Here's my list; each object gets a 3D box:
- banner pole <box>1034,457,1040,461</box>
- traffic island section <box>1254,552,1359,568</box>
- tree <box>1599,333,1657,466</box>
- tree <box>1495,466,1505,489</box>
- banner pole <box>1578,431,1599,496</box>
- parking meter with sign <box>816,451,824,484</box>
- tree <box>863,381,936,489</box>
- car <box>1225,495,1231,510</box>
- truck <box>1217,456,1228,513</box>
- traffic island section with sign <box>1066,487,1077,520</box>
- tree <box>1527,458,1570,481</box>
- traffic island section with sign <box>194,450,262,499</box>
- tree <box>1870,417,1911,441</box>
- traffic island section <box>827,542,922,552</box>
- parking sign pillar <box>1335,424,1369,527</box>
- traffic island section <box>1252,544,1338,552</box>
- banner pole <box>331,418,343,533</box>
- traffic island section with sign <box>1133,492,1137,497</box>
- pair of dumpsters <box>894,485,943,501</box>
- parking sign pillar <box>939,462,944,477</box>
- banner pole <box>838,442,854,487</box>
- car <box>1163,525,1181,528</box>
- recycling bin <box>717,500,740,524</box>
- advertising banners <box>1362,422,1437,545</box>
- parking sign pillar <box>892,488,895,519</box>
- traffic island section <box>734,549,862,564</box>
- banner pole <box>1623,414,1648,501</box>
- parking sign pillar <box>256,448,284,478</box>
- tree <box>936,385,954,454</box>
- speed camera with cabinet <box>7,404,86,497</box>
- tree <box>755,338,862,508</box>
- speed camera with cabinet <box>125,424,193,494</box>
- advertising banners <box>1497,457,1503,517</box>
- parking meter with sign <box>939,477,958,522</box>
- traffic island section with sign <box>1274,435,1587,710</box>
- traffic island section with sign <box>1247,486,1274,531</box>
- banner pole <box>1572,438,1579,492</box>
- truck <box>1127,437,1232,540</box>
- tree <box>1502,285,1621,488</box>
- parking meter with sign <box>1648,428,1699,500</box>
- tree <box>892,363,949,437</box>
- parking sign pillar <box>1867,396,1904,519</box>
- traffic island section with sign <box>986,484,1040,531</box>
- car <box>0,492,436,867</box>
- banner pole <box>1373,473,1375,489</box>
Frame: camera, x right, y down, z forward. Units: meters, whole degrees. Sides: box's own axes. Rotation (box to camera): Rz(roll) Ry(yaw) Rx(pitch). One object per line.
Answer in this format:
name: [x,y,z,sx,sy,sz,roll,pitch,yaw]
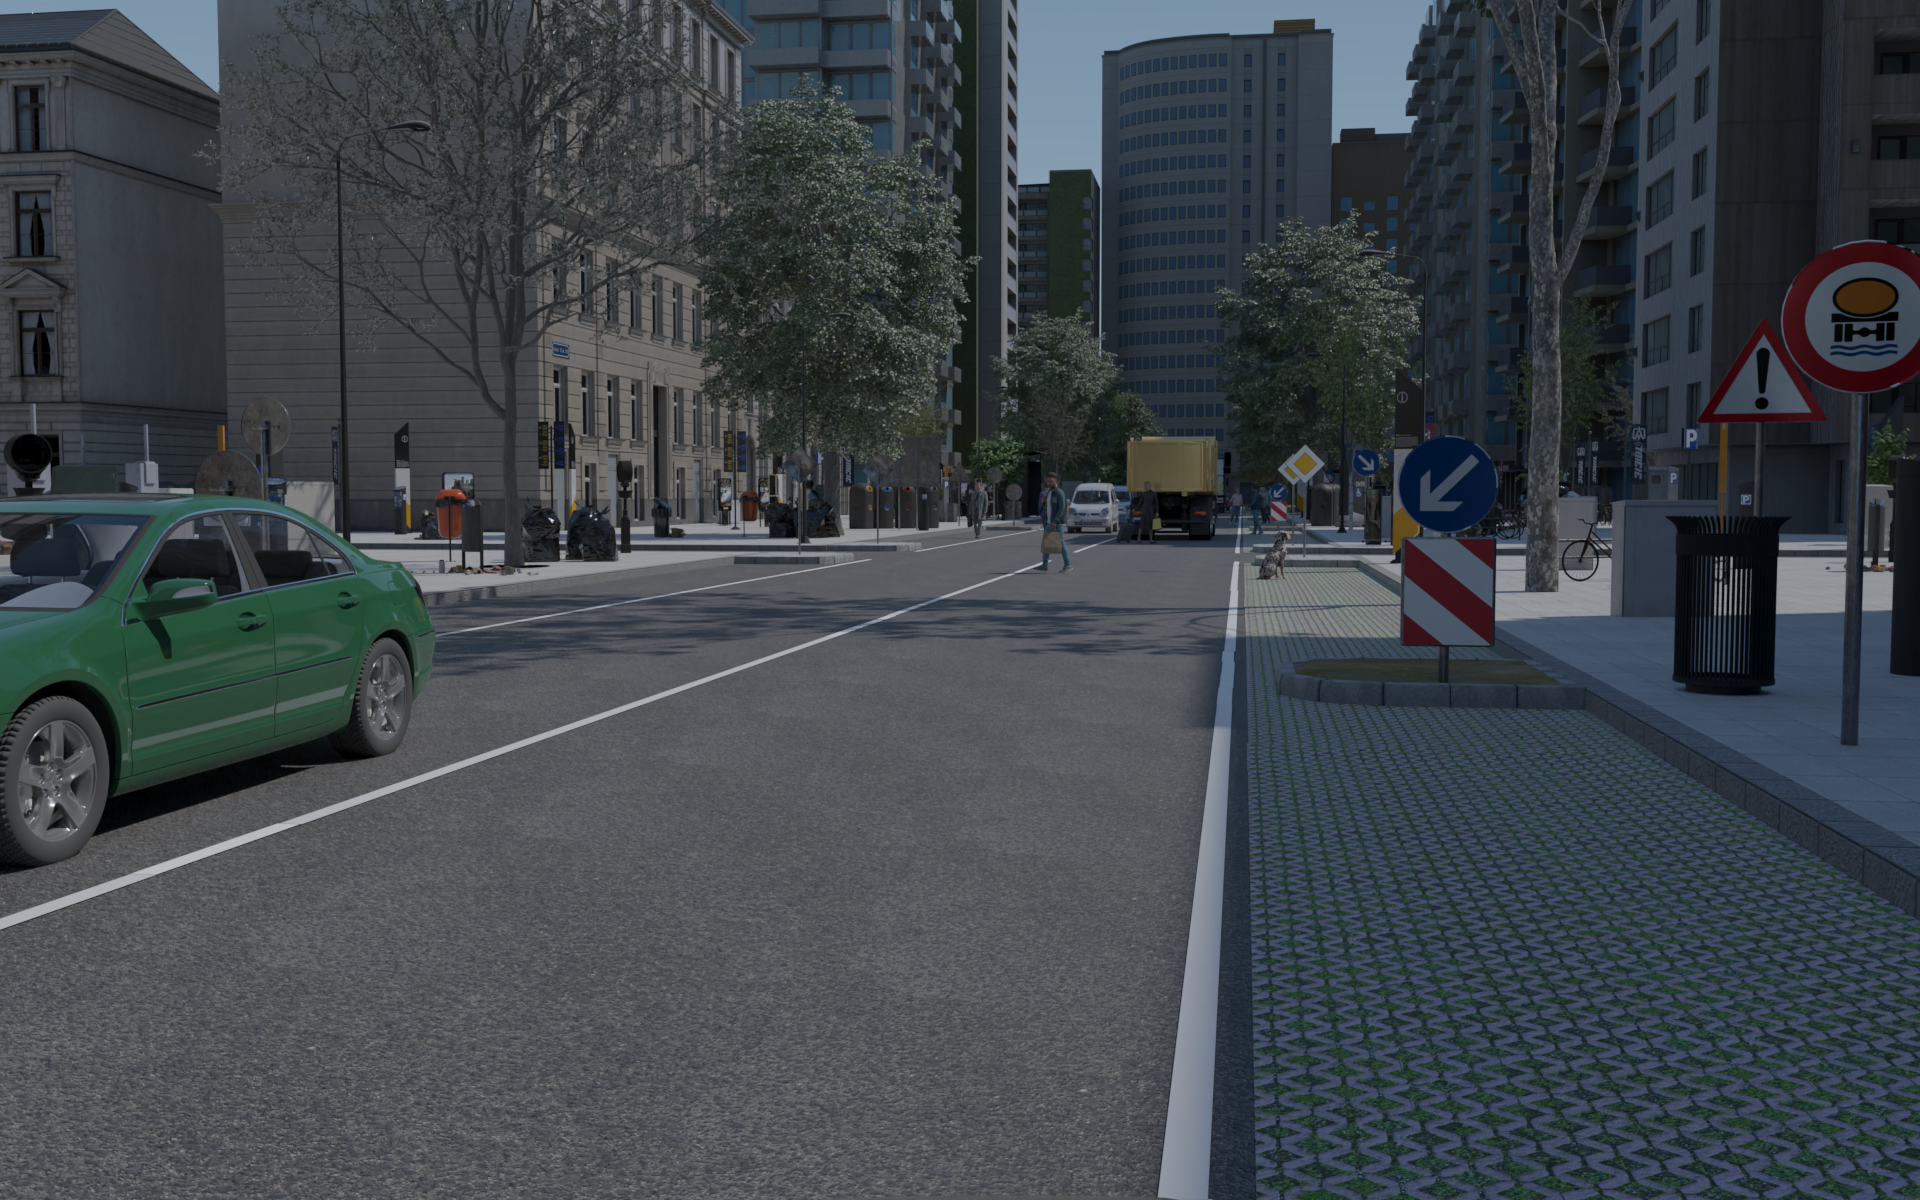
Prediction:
banner pole: [4.714,-7.131,106.608,0.401,3.779,0.863,2,4,32]
traffic island section: [6.982,-0.780,35.036,2.009,0.180,2.903,1,4,9]
tree: [30.822,-7.755,77.163,4.360,8.622,3.978,0,3,0]
tree: [30.067,-6.312,97.805,1.663,3.219,1.824,0,3,0]
banner pole: [25.132,-4.822,68.857,0.401,3.779,0.863,-1,4,-13]
parking meter with sign: [-5.393,-4.564,70.875,0.543,3.016,1.738,1,4,11]
tree: [-4.263,-8.191,84.278,4.360,8.622,3.978,0,3,0]
car: [22.841,-8.788,152.729,2.155,1.783,4.494,0,4,7]
truck: [19.249,-8.857,133.722,2.839,4.237,11.283,1,4,9]
traffic island section with sign: [6.491,-5.310,95.448,1.989,1.847,2.006,1,4,9]
tree: [25.431,-4.924,75.110,1.663,3.219,1.824,0,3,0]
traffic island section with sign: [-6.638,-0.386,14.938,1.989,1.847,2.006,1,4,9]
tree: [23.448,-2.997,43.608,1.663,3.219,1.824,0,3,0]
traffic island section: [-2.137,-1.366,44.612,2.009,0.180,2.903,1,4,9]
parking sign pillar: [15.297,-4.811,67.138,1.447,3.967,1.447,-3,5,-40]
traffic island section: [8.267,-1.262,42.917,2.009,0.180,2.903,1,4,9]
banner pole: [-20.352,-4.074,56.627,0.401,3.779,0.863,0,4,3]
traffic island section with sign: [14.575,-8.343,145.032,1.989,1.847,2.006,1,4,9]
pair of dumpsters: [-1.875,-4.485,75.822,1.574,2.255,4.437,1,4,9]
parking sign pillar: [-1.661,-7.167,105.653,1.447,3.967,1.447,0,4,-4]
banner pole: [-4.863,-5.080,73.070,0.863,3.779,0.401,0,4,-2]
car: [8.051,-3.254,65.572,2.083,1.381,4.827,0,4,7]
recycling bin: [-9.866,-3.748,73.838,0.722,1.027,0.722,2,4,29]
advertising banners: [10.925,-2.869,43.088,0.090,3.025,2.074,-3,5,-43]
parking sign pillar: [-3.160,-6.147,88.977,1.447,3.967,1.447,-1,4,-22]
traffic island section: [-3.422,-0.884,36.731,2.009,0.180,2.903,1,4,9]
banner pole: [21.127,-3.937,54.382,0.863,3.779,0.401,1,4,19]
parking sign pillar: [-20.386,-3.834,51.165,1.447,3.967,1.447,0,4,-6]
tree: [-2.498,-9.697,108.907,4.360,8.622,3.978,0,3,0]
speed camera with cabinet: [-20.245,-2.717,38.752,0.660,3.252,2.038,1,4,21]
tree: [-7.253,-7.748,77.045,4.360,8.622,3.978,0,3,0]
speed camera with cabinet: [-23.077,-3.402,49.959,0.660,3.252,2.038,1,4,18]
advertising banners: [25.516,-5.254,82.091,0.090,3.025,2.074,0,4,8]
parking meter with sign: [-0.895,-5.070,79.161,1.738,3.016,0.543,2,4,35]
traffic island section with sign: [3.312,-0.236,12.493,1.989,1.847,2.006,1,4,9]
traffic island section with sign: [12.247,-3.585,67.236,1.989,1.847,2.006,1,4,9]
banner pole: [27.598,-5.345,77.407,0.863,3.779,0.401,-1,4,-17]
truck: [7.157,-3.751,57.259,3.469,3.379,9.791,1,4,10]
tree: [21.496,-6.807,61.650,4.737,8.622,4.395,0,3,0]
parking meter with sign: [18.943,-3.081,46.643,0.543,3.016,1.738,-2,4,-27]
tree: [-2.714,-8.725,93.016,4.737,8.622,4.395,0,3,0]
parking sign pillar: [25.304,-3.607,47.447,1.447,3.967,1.447,-3,5,-39]
traffic island section with sign: [2.153,-3.683,68.843,1.989,1.847,2.006,1,4,9]
car: [-4.202,0.217,8.257,2.131,1.459,4.920,0,4,7]
banner pole: [25.304,-7.088,105.909,0.401,3.779,0.863,0,4,5]
